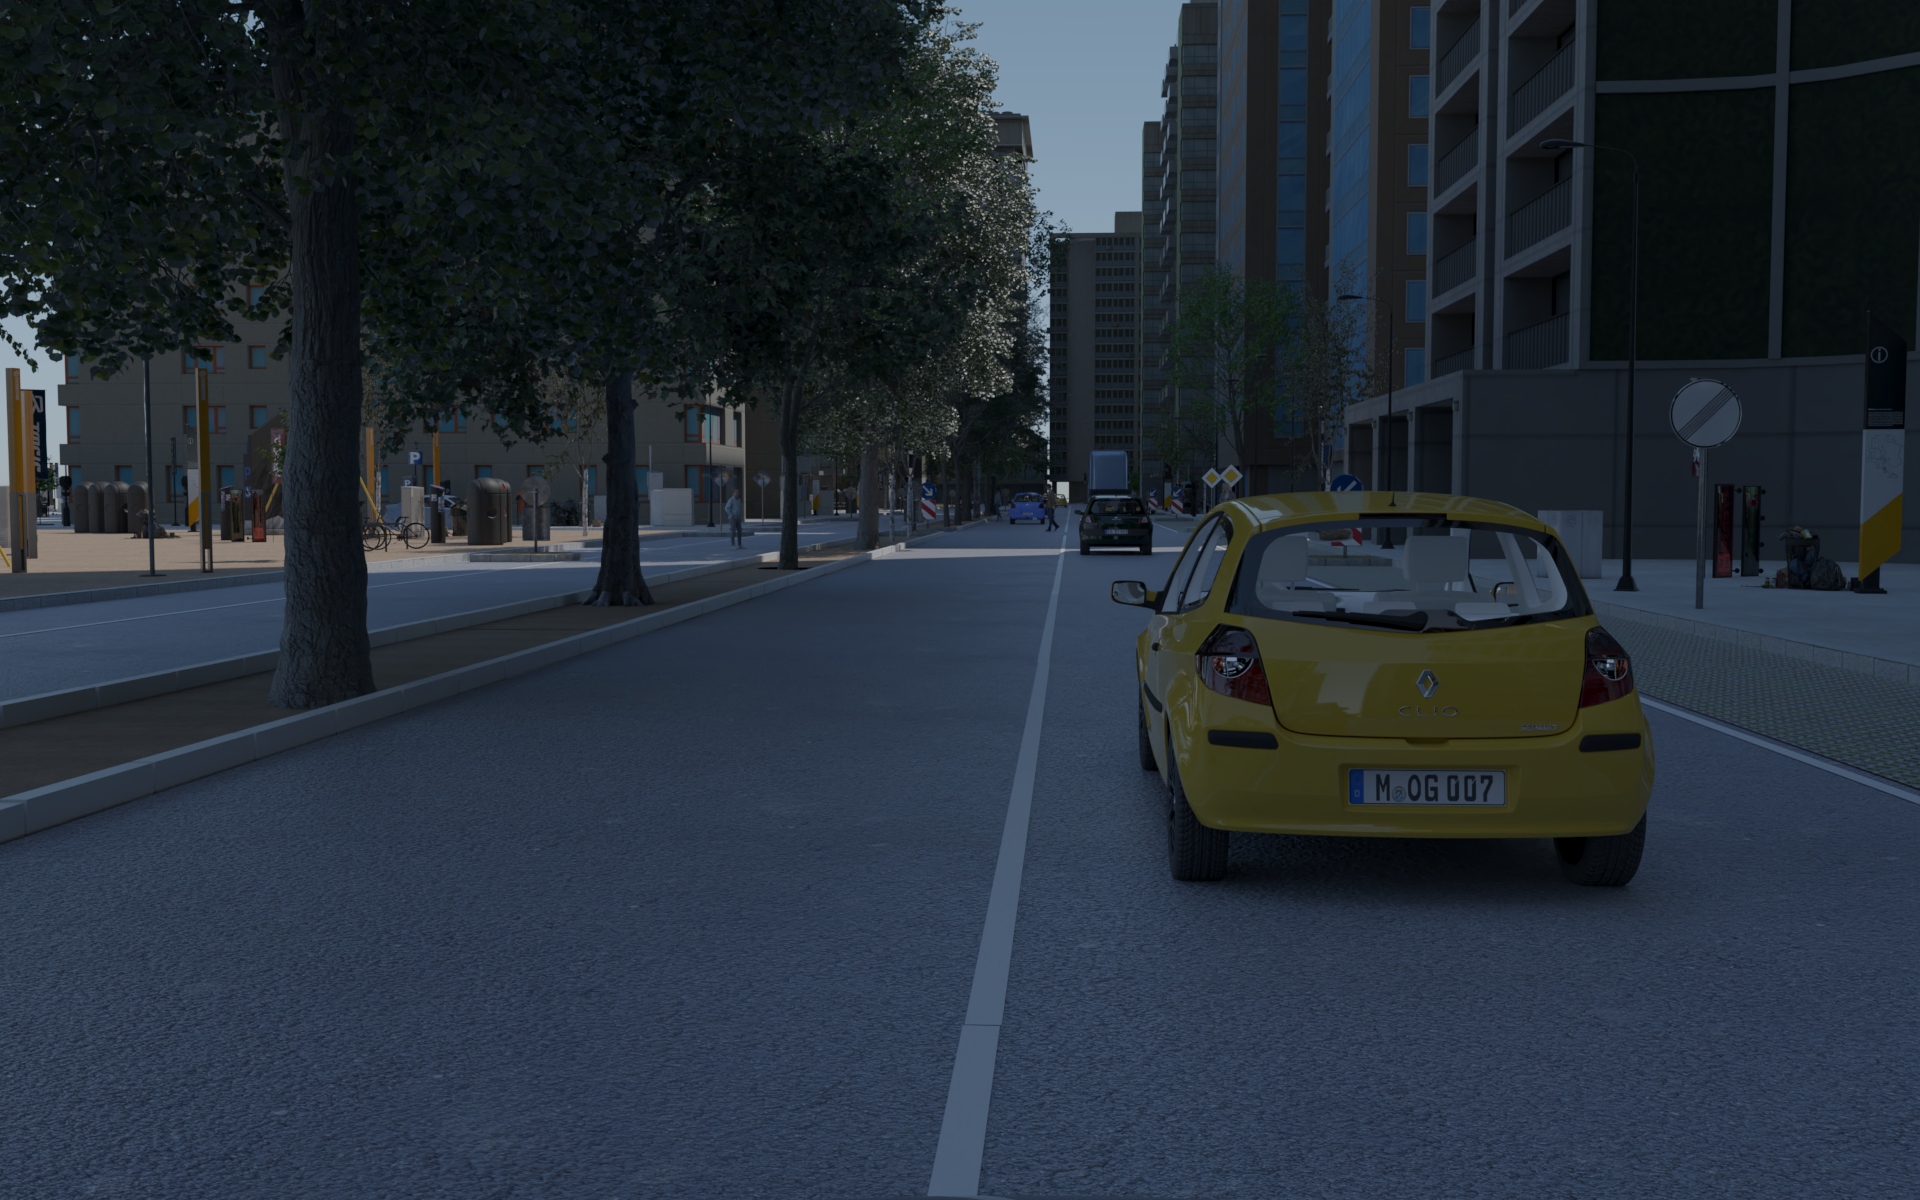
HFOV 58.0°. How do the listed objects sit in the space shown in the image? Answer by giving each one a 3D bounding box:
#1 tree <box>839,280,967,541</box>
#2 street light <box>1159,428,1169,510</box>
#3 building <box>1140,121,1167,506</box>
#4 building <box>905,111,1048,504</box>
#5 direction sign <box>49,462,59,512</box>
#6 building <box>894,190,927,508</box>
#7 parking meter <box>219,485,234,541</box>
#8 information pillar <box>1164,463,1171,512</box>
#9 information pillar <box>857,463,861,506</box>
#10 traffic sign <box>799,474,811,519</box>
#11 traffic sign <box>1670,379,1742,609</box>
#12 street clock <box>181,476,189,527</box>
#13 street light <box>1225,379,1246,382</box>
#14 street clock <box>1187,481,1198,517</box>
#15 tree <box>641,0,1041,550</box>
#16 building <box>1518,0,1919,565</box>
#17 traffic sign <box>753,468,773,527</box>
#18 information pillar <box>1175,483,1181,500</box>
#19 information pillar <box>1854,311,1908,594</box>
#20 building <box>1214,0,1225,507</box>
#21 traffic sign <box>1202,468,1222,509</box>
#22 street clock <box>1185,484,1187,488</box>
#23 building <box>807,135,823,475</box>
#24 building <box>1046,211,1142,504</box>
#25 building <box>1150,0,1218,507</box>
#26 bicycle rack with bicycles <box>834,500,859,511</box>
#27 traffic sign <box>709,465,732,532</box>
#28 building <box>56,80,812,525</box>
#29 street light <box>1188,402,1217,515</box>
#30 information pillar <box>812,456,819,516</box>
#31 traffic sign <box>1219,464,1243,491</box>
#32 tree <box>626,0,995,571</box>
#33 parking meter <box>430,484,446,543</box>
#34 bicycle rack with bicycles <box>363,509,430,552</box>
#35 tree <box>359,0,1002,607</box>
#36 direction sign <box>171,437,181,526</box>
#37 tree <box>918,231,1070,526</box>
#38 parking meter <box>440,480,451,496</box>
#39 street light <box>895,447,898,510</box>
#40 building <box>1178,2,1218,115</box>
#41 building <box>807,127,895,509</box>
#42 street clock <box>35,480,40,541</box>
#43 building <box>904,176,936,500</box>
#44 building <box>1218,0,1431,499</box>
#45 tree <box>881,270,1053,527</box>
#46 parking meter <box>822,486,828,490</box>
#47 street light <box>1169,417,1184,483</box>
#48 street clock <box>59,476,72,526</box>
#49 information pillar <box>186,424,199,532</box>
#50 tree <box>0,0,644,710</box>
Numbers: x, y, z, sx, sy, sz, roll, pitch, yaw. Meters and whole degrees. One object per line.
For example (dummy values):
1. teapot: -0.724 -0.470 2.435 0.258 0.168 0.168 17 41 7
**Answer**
1. tree: -1.666 -6.364 56.865 4.360 8.622 3.978 0 3 0
2. street light: 14.665 -9.137 121.932 1.470 5.913 1.316 0 4 4
3. building: 27.128 -31.137 192.685 14.154 41.232 14.086 0 4 4
4. building: -1.793 -39.740 238.991 27.495 52.752 28.713 0 4 4
5. direction sign: -64.966 -8.090 124.275 0.379 3.537 0.876 1 4 11
6. building: -10.791 -23.997 164.051 14.160 30.474 14.107 0 4 4
7. parking meter: -20.290 -2.419 47.963 0.372 1.533 0.369 0 3 0
8. information pillar: 15.239 -8.299 127.036 0.504 3.616 0.183 0 4 3
9. information pillar: -6.823 -7.814 119.114 0.504 3.616 0.183 -1 4 -10
10. traffic sign: -7.976 -5.310 88.941 0.606 2.300 0.079 0 4 6
11. traffic sign: 8.266 -1.173 19.287 0.768 2.556 0.104 0 4 6
12. street clock: -30.490 -3.903 68.377 0.358 2.002 0.471 0 4 6
13. street light: 11.380 -5.952 69.849 1.470 5.913 1.316 0 4 4
14. street clock: 13.277 -5.722 98.122 0.358 2.002 0.471 2 4 26
15. tree: -2.388 -8.263 44.220 9.857 13.997 8.962 0 3 0
16. building: 20.345 -36.555 35.924 20.563 71.187 20.611 0 4 4
17. traffic sign: -7.631 -3.876 67.022 0.795 2.450 0.064 0 4 4
18. information pillar: 14.688 -6.858 116.621 0.304 2.012 0.304 -2 4 -32
19. information pillar: 11.828 -1.888 22.221 0.504 3.616 0.183 1 4 9
20. building: 29.137 -35.647 124.823 21.231 58.520 28.212 0 4 4
21. traffic sign: 9.576 -3.807 65.890 0.795 2.450 0.064 0 4 4
22. street clock: 16.030 -7.168 121.773 0.358 2.002 0.471 3 5 44
23. building: -21.772 -28.604 122.293 22.147 44.769 28.867 0 4 4
24. building: 24.094 -33.569 240.740 23.993 40.220 32.217 0 4 4
25. building: 31.148 -33.658 169.911 23.786 49.044 30.456 0 4 4
26. bicycle rack with bicycles: -8.217 -7.248 131.882 2.852 0.926 2.925 3 4 38
27. traffic sign: -8.148 -3.389 59.054 0.795 2.450 0.064 0 4 4
28. building: -23.323 -14.751 86.212 27.650 21.520 28.899 0 4 4
29. street light: 12.364 -7.014 87.217 1.470 5.913 1.316 0 4 4
30. information pillar: -8.507 -6.780 102.205 0.504 3.616 0.183 3 5 42
31. traffic sign: 9.059 -3.320 57.921 0.795 2.450 0.064 0 4 4
32. tree: -3.139 -6.365 32.277 9.928 11.665 9.643 0 3 0
33. parking meter: -13.611 -2.246 45.139 0.372 1.533 0.369 0 3 0
34. bicycle rack with bicycles: -13.804 -1.585 39.301 2.925 0.926 2.852 0 4 -2
35. tree: -4.365 -6.279 22.120 9.611 12.733 9.660 0 3 0
36. direction sign: -31.457 -4.732 69.358 0.379 3.537 0.876 -2 4 -34
37. tree: -0.088 -10.147 78.738 12.009 13.543 11.850 0 3 0
38. parking meter: -21.157 -4.005 71.196 0.255 1.863 0.399 2 4 30
39. street light: -4.486 -10.072 137.223 1.470 5.913 1.316 0 4 4
40. building: 25.483 -28.412 148.135 14.154 41.232 14.086 0 4 4
41. building: -13.354 -28.513 149.777 14.154 41.232 14.086 0 4 4
42. street clock: -25.033 -2.577 46.696 0.471 2.002 0.358 0 4 -6
43. building: -14.870 -31.201 202.012 23.993 40.220 32.217 0 4 4
44. building: 20.995 -26.838 88.909 14.600 45.320 14.200 0 4 4
45. tree: -0.470 -8.078 68.945 8.767 10.594 7.601 0 4 4
46. parking meter: -9.257 -6.897 118.478 0.399 1.863 0.255 -3 4 -37
47. street light: 13.541 -8.075 104.573 1.470 5.913 1.316 0 4 4
48. street clock: -35.388 -3.914 68.569 0.358 2.002 0.471 1 4 11
49. information pillar: -25.705 -4.085 58.152 0.504 3.616 0.183 1 4 10
50. tree: -4.337 -6.259 11.454 9.857 13.997 8.962 0 3 0
